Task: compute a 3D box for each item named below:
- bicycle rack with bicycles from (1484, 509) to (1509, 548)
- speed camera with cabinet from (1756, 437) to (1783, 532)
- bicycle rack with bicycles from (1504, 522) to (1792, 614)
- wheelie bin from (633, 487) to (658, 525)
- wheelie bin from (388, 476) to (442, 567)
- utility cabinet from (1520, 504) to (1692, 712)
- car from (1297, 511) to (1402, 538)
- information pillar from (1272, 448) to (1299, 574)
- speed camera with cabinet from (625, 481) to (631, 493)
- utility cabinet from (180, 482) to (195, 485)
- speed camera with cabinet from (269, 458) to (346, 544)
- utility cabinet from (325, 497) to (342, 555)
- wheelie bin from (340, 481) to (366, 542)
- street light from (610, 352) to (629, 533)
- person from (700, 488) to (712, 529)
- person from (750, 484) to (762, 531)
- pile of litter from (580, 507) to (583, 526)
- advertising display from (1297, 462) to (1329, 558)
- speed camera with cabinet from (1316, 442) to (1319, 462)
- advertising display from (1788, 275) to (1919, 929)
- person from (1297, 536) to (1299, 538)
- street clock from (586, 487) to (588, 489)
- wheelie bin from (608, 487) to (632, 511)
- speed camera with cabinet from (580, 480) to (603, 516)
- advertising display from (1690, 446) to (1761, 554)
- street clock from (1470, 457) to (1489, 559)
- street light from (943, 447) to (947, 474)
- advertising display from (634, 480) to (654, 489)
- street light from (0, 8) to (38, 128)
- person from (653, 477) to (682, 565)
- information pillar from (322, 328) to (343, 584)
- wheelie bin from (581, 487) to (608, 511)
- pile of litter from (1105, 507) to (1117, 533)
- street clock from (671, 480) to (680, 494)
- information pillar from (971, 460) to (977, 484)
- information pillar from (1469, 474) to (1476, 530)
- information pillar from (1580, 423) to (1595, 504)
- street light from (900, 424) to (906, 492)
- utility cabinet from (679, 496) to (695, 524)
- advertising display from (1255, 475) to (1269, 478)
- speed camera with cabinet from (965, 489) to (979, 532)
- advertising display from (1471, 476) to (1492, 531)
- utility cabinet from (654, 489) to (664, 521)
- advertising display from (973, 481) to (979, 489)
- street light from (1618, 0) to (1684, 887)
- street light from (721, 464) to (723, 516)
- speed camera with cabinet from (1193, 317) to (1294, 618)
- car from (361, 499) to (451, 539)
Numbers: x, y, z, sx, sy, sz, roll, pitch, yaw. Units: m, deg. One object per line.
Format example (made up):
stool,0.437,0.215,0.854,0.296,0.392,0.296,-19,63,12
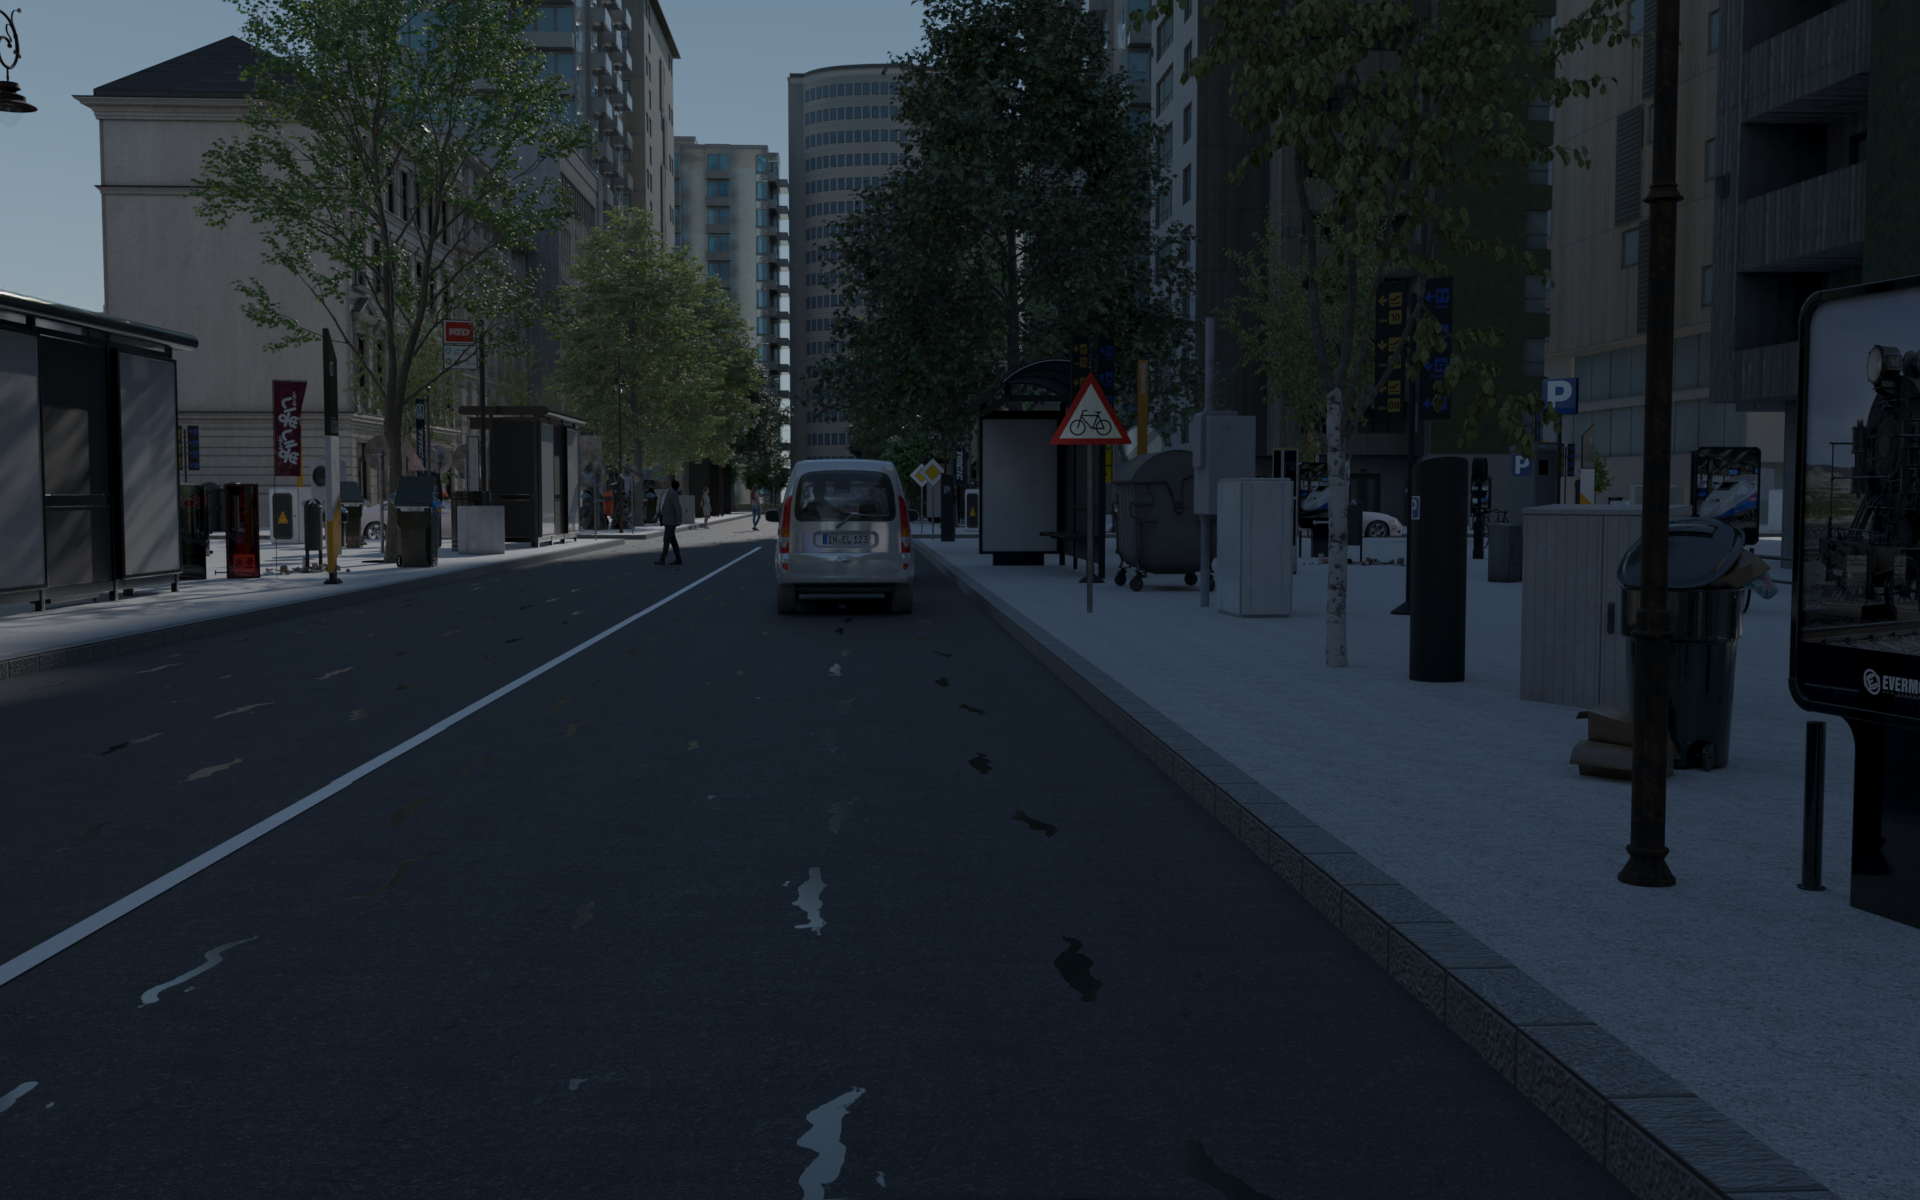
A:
bicycle rack with bicycles,13.440,-1.702,41.211,2.925,0.926,2.852,-2,4,-29
speed camera with cabinet,27.916,-3.975,59.333,0.660,3.252,2.038,-1,4,-15
bicycle rack with bicycles,7.787,-0.338,18.907,2.852,0.926,2.925,0,4,3
wheelie bin,-13.622,-4.140,75.603,0.980,1.594,0.693,3,4,36
wheelie bin,-9.557,-1.379,30.459,0.980,1.594,0.693,0,4,-1
utility cabinet,3.850,0.046,10.408,0.306,1.237,1.020,-2,4,-29
car,11.075,-2.483,52.959,4.827,1.381,2.083,0,4,-3
information pillar,5.197,-1.420,27.707,0.304,2.012,0.304,-1,4,-21
speed camera with cabinet,-19.517,-6.725,104.297,0.660,3.252,2.038,1,4,14
utility cabinet,-13.931,-1.373,31.126,0.318,1.500,1.173,-2,4,-29
speed camera with cabinet,-16.670,-3.051,44.220,2.038,3.252,0.660,1,4,22
utility cabinet,-13.386,-1.582,37.024,0.306,1.237,1.020,-1,4,-22
wheelie bin,-15.193,-2.129,42.723,0.693,1.594,0.980,3,5,42
street light,-11.098,-5.125,56.575,0.468,5.910,1.993,0,4,-3
person,-10.483,-3.793,71.513,0.522,1.701,0.512,-2,4,-33
person,-7.929,-3.602,67.397,0.555,1.821,0.388,2,4,27
pile of litter,-15.454,-3.427,69.989,1.176,0.858,1.719,2,4,25
advertising display,7.301,-1.826,35.067,0.974,1.923,0.123,-1,4,-11
speed camera with cabinet,12.097,-3.918,58.401,0.660,3.252,2.038,1,4,22
advertising display,2.855,0.003,5.165,0.123,1.923,0.974,-1,4,-12
person,10.594,-2.789,54.771,0.731,1.740,0.598,0,4,8
street clock,-20.031,-5.467,93.959,0.471,2.002,0.358,1,4,9
wheelie bin,-18.035,-5.136,91.886,0.693,1.594,0.980,3,5,43
speed camera with cabinet,-23.520,-7.023,109.169,2.038,3.252,0.660,1,4,23
advertising display,10.413,-1.124,23.588,0.974,1.923,0.123,-1,4,-9
street clock,10.240,-1.810,34.158,0.358,2.002,0.471,2,4,28
street light,-0.403,-4.587,47.791,0.468,5.910,1.993,0,4,-3
advertising display,-14.025,-4.375,76.749,0.974,1.923,0.123,-2,4,-31
street light,-8.639,-2.595,15.215,0.468,5.910,1.993,0,4,-3
person,-5.927,-1.590,34.893,0.661,1.777,0.834,3,5,41
information pillar,-8.967,-2.041,24.726,0.183,3.616,0.504,0,4,-7
wheelie bin,-14.474,-3.679,68.060,0.693,1.594,0.980,1,4,16
pile of litter,5.378,-2.630,56.965,1.176,0.858,1.719,-1,4,-9
street clock,-15.089,-5.338,91.841,0.471,2.002,0.358,-1,4,-10
information pillar,0.920,-7.769,118.371,0.504,3.616,0.183,0,4,1
information pillar,18.473,-3.523,62.090,0.304,2.012,0.304,0,4,-2
information pillar,20.786,-4.036,57.338,0.504,3.616,0.183,-1,4,-17
street light,-2.898,-7.113,89.084,0.468,5.910,1.993,0,4,-3
utility cabinet,-12.036,-3.915,75.168,1.020,1.237,0.306,0,4,-1
advertising display,10.161,-3.335,59.738,0.974,1.923,0.123,2,4,26
speed camera with cabinet,0.985,-3.931,58.613,0.660,3.252,2.038,-3,4,-37
advertising display,18.256,-3.392,60.673,0.123,1.923,0.974,-1,4,-20
utility cabinet,-14.539,-4.575,83.488,1.173,1.500,0.318,-2,4,-28
advertising display,0.913,-4.983,86.684,0.123,1.923,0.974,-1,4,-22
street light,2.274,-2.004,5.555,0.468,5.910,1.993,0,4,-3
street light,-13.618,-7.718,98.970,0.468,5.910,1.993,0,4,-3
speed camera with cabinet,3.065,-1.499,18.841,0.660,3.252,2.038,0,4,-6
car,-15.493,-2.349,50.762,4.827,1.381,2.083,0,4,-3
